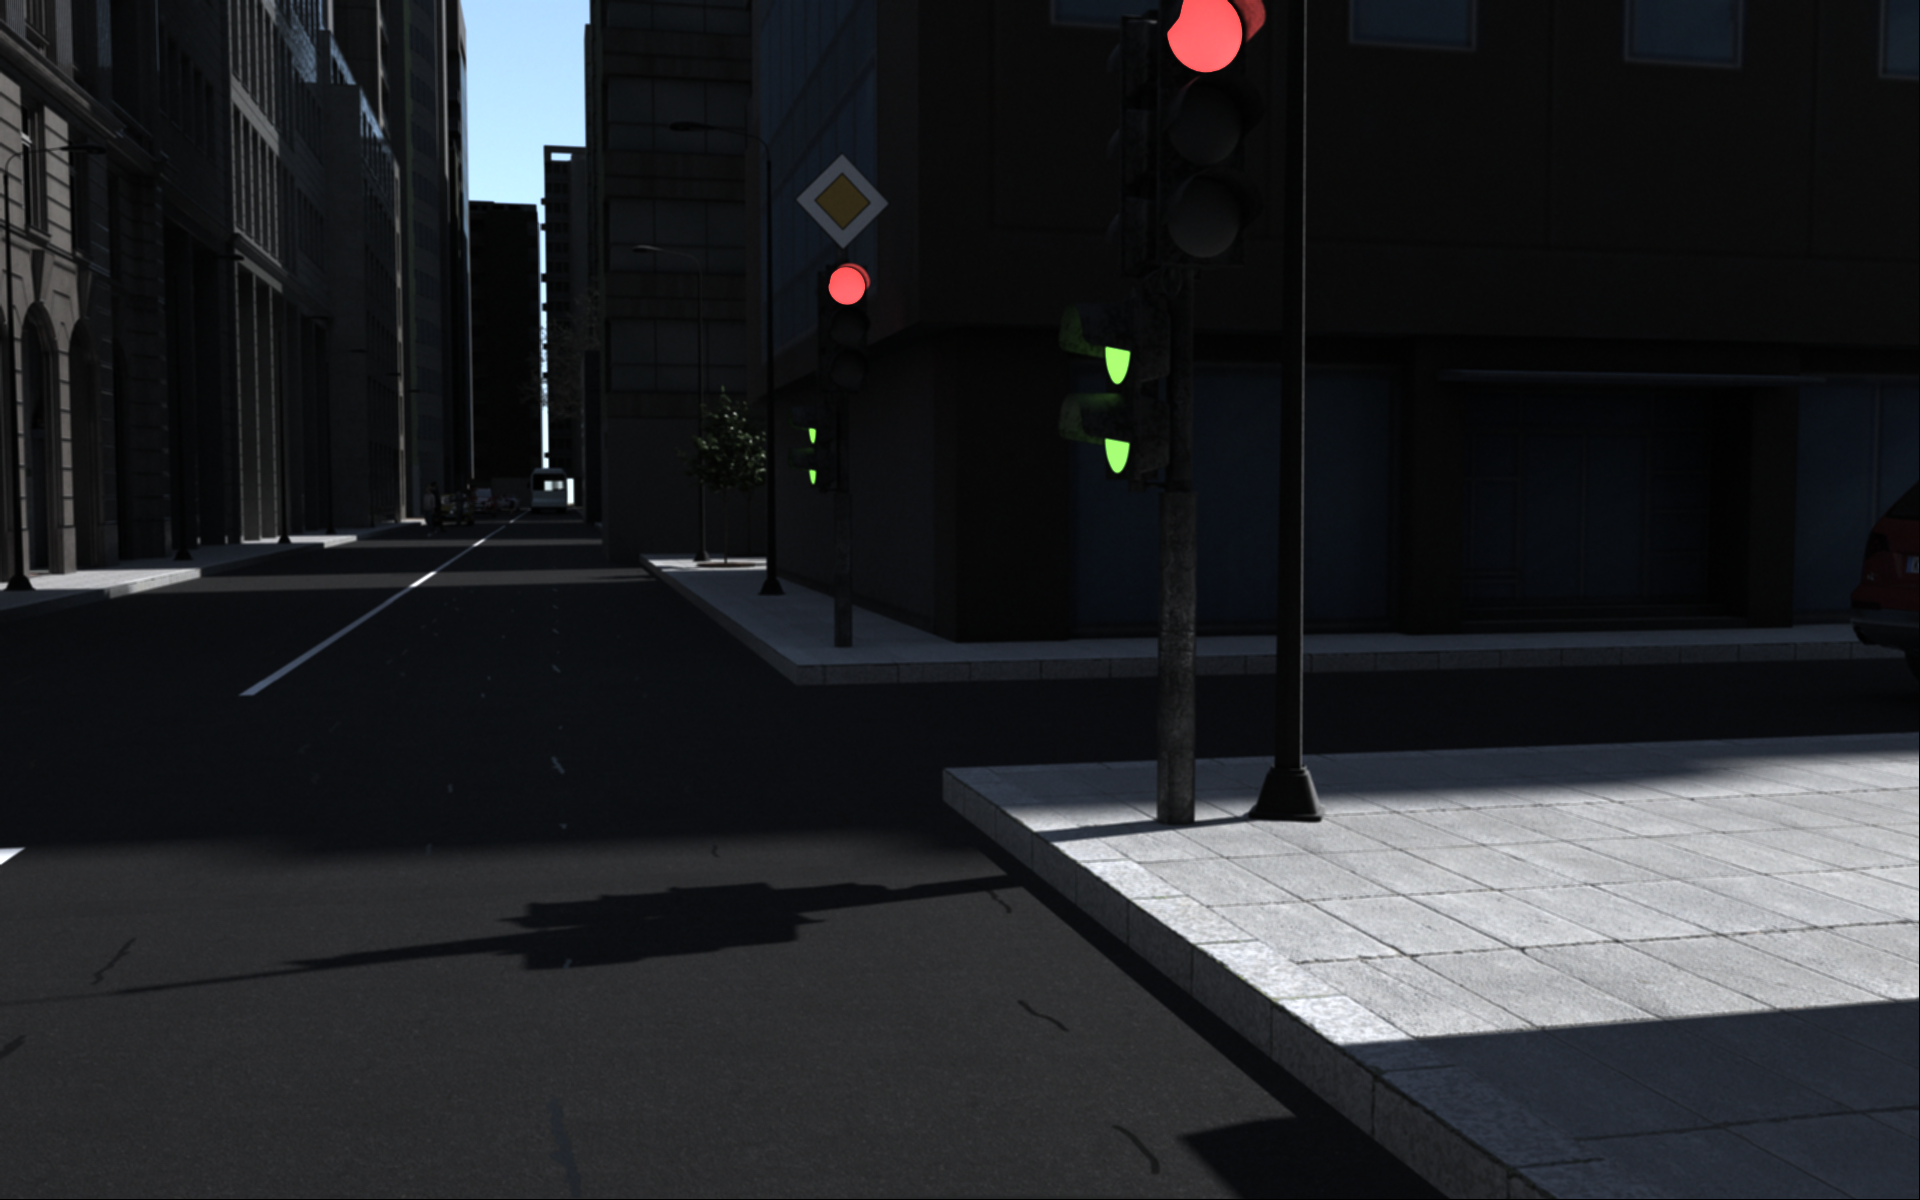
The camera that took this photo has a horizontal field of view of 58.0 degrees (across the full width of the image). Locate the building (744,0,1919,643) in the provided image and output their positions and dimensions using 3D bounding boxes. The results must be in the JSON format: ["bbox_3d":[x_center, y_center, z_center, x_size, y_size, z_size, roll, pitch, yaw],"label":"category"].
[{"bbox_3d":[4.998,-22.709,21.405,14.200,45.320,14.600,-1,4,-13],"label":"building"}]

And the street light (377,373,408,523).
[{"bbox_3d":[-22.033,-5.727,66.185,1.470,5.913,1.316,-1,4,-13],"label":"street light"}]

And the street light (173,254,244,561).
[{"bbox_3d":[-14.531,-3.729,33.518,1.470,5.913,1.316,-1,4,-13],"label":"street light"}]

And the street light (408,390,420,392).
[{"bbox_3d":[-24.669,-6.389,76.996,1.470,5.913,1.316,-1,4,-13],"label":"street light"}]

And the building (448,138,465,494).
[{"bbox_3d":[-46.000,-22.109,133.183,14.160,30.474,14.107,-1,4,-13],"label":"building"}]

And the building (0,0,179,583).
[{"bbox_3d":[-19.192,-11.034,22.202,13.314,21.916,24.055,-1,4,-13],"label":"building"}]

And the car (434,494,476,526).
[{"bbox_3d":[-23.057,-4.199,78.870,2.015,1.641,3.980,-1,4,-13],"label":"car"}]

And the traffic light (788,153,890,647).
[{"bbox_3d":[-0.999,-1.560,14.435,0.839,4.253,0.868,-1,4,-13],"label":"traffic light"}]

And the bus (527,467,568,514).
[{"bbox_3d":[-31.086,-8.299,130.545,2.948,3.499,13.247,-1,4,-14],"label":"bus"}]

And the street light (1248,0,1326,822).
[{"bbox_3d":[0.783,-2.085,6.639,1.470,5.913,1.316,-1,4,-13],"label":"street light"}]

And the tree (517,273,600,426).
[{"bbox_3d":[-18.740,-11.210,93.652,12.009,13.543,11.850,0,3,0],"label":"tree"}]

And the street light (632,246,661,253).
[{"bbox_3d":[-5.446,-3.680,32.712,1.470,5.913,1.316,-1,4,-13],"label":"street light"}]

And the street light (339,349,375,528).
[{"bbox_3d":[-19.633,-5.071,55.446,1.470,5.913,1.316,-1,4,-13],"label":"street light"}]

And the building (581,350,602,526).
[{"bbox_3d":[-4.809,-46.506,73.037,22.319,86.520,31.000,-1,4,-13],"label":"building"}]

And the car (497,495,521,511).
[{"bbox_3d":[-38.715,-8.326,148.486,2.083,1.381,4.827,-1,4,-13],"label":"car"}]

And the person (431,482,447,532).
[{"bbox_3d":[-19.655,-3.498,65.058,0.648,1.900,0.474,2,4,25],"label":"person"}]

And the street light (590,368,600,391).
[{"bbox_3d":[-12.820,-5.610,64.269,1.470,5.913,1.316,-1,4,-13],"label":"street light"}]

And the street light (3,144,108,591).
[{"bbox_3d":[-12.004,-3.087,23.015,1.470,5.913,1.316,-1,4,-13],"label":"street light"}]

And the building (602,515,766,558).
[{"bbox_3d":[-2.176,-22.026,43.724,14.154,41.232,14.086,-1,4,-13],"label":"building"}]

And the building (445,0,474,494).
[{"bbox_3d":[-50.091,-30.563,149.819,14.200,45.320,14.600,-1,4,-13],"label":"building"}]

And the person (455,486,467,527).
[{"bbox_3d":[-22.066,-4.155,76.621,0.466,1.800,0.511,0,4,-1],"label":"person"}]

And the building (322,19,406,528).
[{"bbox_3d":[-29.259,-13.269,71.693,10.420,20.320,16.860,-1,4,-13],"label":"building"}]

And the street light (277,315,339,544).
[{"bbox_3d":[-17.033,-4.429,44.961,1.470,5.913,1.316,-1,4,-13],"label":"street light"}]

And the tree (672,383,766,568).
[{"bbox_3d":[-4.263,-2.196,30.501,1.663,3.219,1.824,0,3,0],"label":"tree"}]

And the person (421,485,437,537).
[{"bbox_3d":[-17.892,-3.014,58.452,0.731,1.740,0.598,2,4,24],"label":"person"}]

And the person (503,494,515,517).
[{"bbox_3d":[-27.696,-5.788,106.371,0.697,1.427,0.421,-1,4,-12],"label":"person"}]

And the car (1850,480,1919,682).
[{"bbox_3d":[8.817,-0.196,11.871,5.304,1.827,2.281,-1,4,-14],"label":"car"}]

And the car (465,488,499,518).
[{"bbox_3d":[-29.388,-5.948,105.929,2.281,1.827,5.304,-1,4,-14],"label":"car"}]

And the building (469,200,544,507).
[{"bbox_3d":[-49.002,-24.548,173.064,14.107,30.474,14.160,-1,4,-13],"label":"building"}]

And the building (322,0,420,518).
[{"bbox_3d":[-36.333,-24.866,90.160,14.154,41.232,14.086,-1,4,-13],"label":"building"}]

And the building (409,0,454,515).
[{"bbox_3d":[-44.444,-34.768,110.449,21.231,58.520,28.212,-1,4,-13],"label":"building"}]

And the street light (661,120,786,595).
[{"bbox_3d":[-2.931,-3.013,21.808,1.470,5.913,1.316,-1,4,-13],"label":"street light"}]

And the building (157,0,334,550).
[{"bbox_3d":[-25.346,-16.569,48.401,11.434,29.767,29.804,-1,4,-13],"label":"building"}]

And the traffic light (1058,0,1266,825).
[{"bbox_3d":[0.825,-1.085,6.660,0.839,4.253,0.868,-1,4,-13],"label":"traffic light"}]

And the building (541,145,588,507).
[{"bbox_3d":[-32.600,-30.237,186.249,23.993,40.220,32.217,-1,4,-13],"label":"building"}]
